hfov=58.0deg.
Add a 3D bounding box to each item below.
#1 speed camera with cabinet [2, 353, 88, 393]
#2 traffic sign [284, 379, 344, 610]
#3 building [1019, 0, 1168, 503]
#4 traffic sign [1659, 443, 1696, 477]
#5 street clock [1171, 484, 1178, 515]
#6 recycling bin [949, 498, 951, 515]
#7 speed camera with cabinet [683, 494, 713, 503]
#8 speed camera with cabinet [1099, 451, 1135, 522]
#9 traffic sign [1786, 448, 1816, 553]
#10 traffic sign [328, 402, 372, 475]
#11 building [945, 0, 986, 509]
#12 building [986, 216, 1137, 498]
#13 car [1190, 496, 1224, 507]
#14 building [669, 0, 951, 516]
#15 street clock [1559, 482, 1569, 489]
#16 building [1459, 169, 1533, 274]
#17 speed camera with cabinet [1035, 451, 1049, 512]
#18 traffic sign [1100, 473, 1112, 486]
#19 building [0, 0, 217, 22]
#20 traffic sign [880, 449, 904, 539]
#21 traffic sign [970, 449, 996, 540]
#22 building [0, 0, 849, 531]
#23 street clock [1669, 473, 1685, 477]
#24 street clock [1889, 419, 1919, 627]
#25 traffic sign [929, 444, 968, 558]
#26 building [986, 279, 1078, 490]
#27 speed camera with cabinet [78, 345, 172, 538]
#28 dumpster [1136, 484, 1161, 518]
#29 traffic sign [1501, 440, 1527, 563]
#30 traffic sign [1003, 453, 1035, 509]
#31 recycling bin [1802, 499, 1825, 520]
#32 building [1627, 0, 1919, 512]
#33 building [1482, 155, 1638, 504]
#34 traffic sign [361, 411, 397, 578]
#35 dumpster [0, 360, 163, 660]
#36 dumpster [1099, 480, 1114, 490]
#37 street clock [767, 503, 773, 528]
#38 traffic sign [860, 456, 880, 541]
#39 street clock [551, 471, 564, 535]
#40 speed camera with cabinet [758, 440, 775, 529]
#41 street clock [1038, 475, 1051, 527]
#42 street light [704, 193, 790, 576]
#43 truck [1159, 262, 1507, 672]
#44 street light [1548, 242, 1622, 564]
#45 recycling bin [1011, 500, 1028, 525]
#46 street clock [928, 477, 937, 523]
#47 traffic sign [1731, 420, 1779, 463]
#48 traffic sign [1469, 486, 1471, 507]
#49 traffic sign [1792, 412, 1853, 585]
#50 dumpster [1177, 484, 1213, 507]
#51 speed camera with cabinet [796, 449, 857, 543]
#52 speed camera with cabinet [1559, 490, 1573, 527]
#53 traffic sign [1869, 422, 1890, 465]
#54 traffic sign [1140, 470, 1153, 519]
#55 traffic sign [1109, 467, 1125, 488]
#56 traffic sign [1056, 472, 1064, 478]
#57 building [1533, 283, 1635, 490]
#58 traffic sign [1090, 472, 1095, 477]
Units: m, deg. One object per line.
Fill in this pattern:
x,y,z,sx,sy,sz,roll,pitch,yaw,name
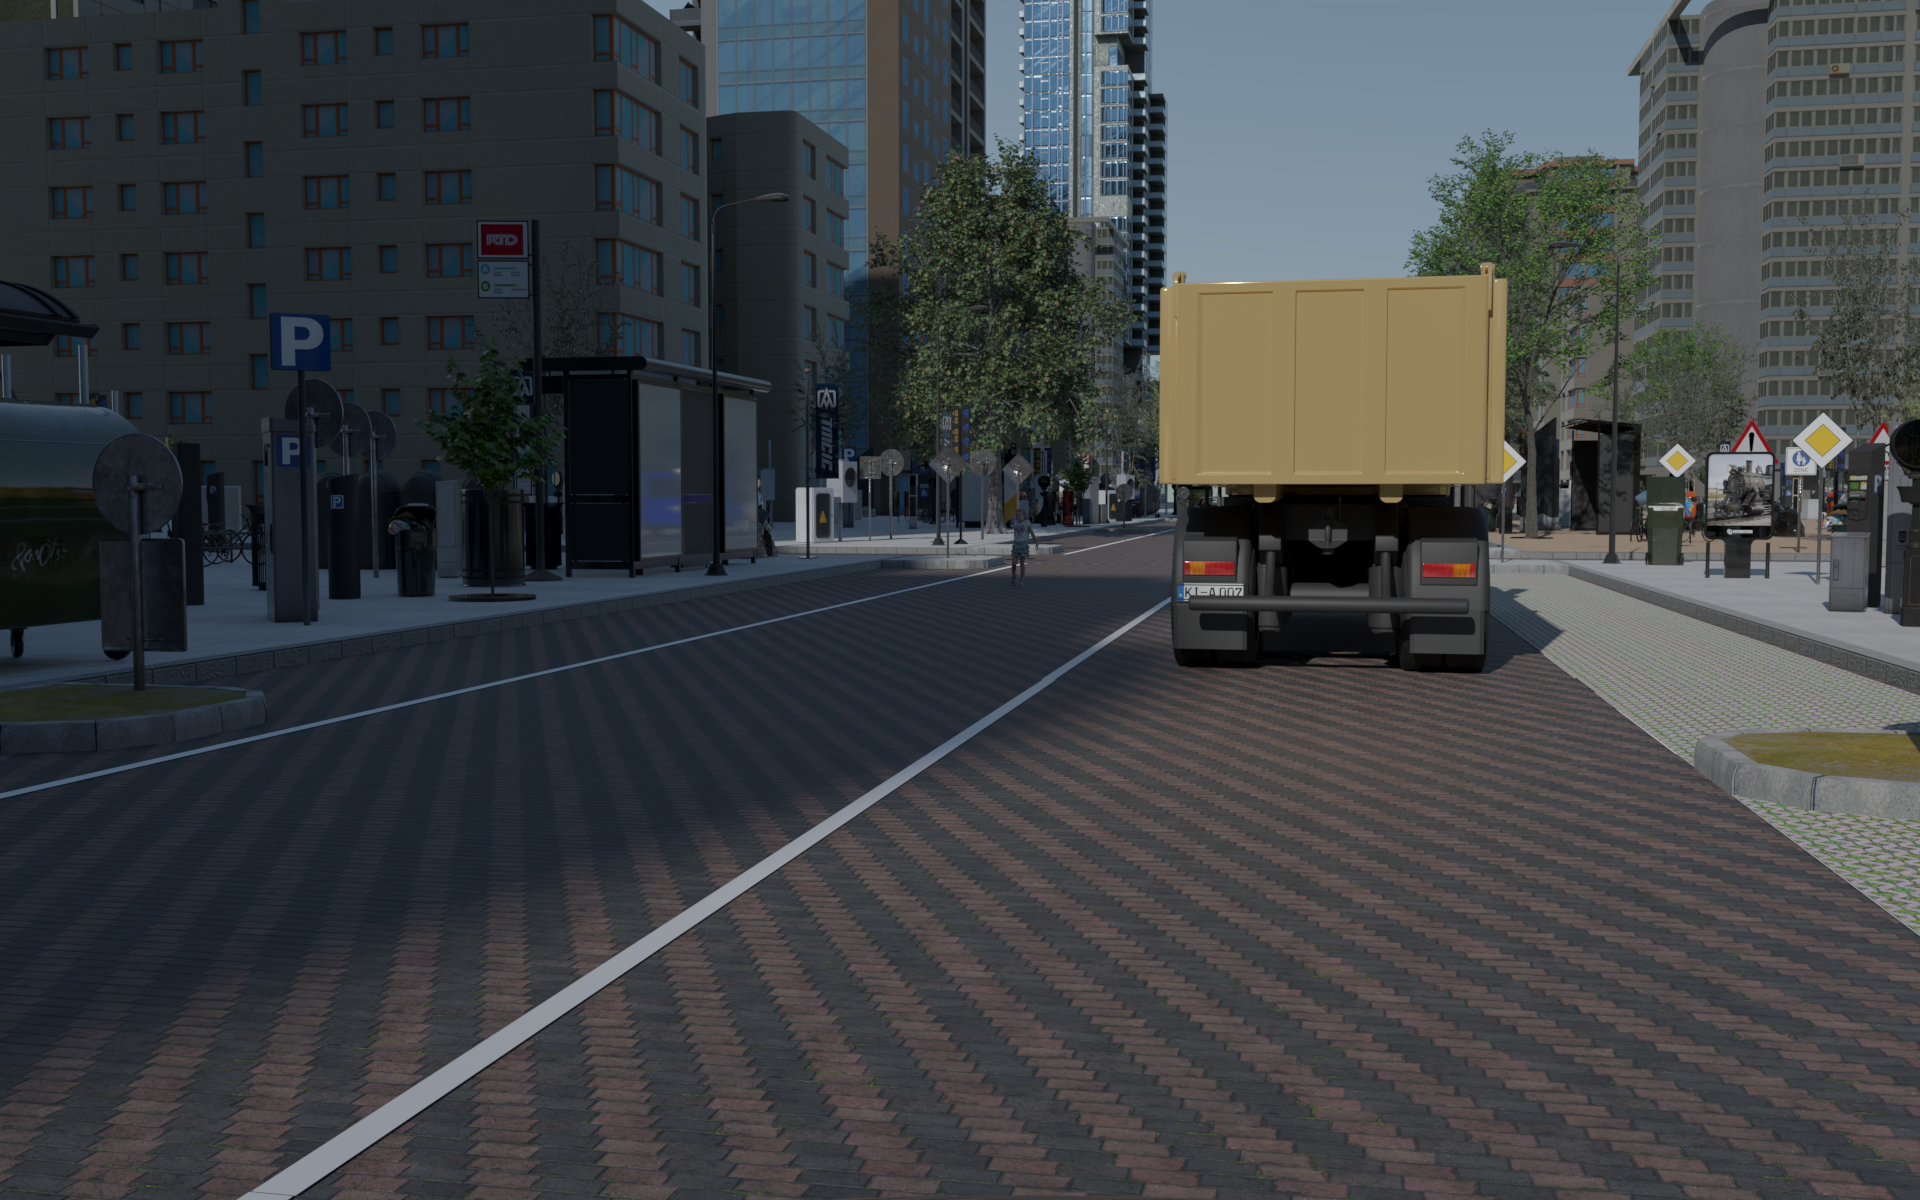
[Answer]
-12.981,-1.882,25.113,2.038,3.252,0.660,-2,4,-24,speed camera with cabinet
-7.153,-1.165,19.154,0.768,2.556,0.104,1,4,17,traffic sign
19.965,-57.543,253.503,22.319,86.520,31.000,1,4,12,building
16.353,-2.346,39.539,0.795,2.450,0.064,1,4,17,traffic sign
13.093,-6.156,105.220,0.471,2.002,0.358,-1,4,-19,street clock
-0.450,-5.843,108.085,0.722,1.027,0.722,0,4,4,recycling bin
-8.112,-3.630,53.691,2.038,3.252,0.660,0,3,0,speed camera with cabinet
7.183,-5.211,79.531,0.660,3.252,2.038,3,5,43,speed camera with cabinet
18.387,-2.189,37.917,0.606,2.300,0.079,1,4,20,traffic sign
-8.479,-1.459,23.964,0.768,2.556,0.104,1,4,16,traffic sign
-6.782,-42.319,130.165,20.563,71.187,20.611,1,4,12,building
8.657,-32.867,229.260,32.217,40.220,23.993,1,4,12,building
10.411,-3.565,70.861,1.945,1.354,3.894,1,4,10,car
-8.810,-28.031,108.422,14.600,45.320,14.200,1,4,12,building
36.255,-6.082,104.007,0.471,2.002,0.358,0,4,-5,street clock
84.522,-38.499,253.160,21.300,48.544,21.600,1,4,12,building
3.831,-5.211,79.531,0.660,3.252,2.038,1,4,10,speed camera with cabinet
8.811,-6.380,104.420,0.768,2.556,0.104,1,4,14,traffic sign
-47.428,-39.082,77.238,20.611,71.187,20.563,1,4,12,building
-1.954,-2.985,48.907,0.768,2.556,0.104,1,4,19,traffic sign
0.633,-2.970,48.660,0.768,2.556,0.104,1,4,14,traffic sign
-22.089,-14.110,75.744,27.650,21.520,28.899,1,4,12,building
22.645,-3.071,54.780,0.358,2.002,0.471,-1,4,-20,street clock
9.231,-0.744,16.728,0.471,2.002,0.358,1,4,20,street clock
-0.239,-1.896,34.648,0.795,2.450,0.064,1,4,12,traffic sign
-4.652,-19.050,156.499,27.650,21.520,28.899,1,4,12,building
-11.722,-1.799,23.743,0.660,3.252,2.038,0,4,7,speed camera with cabinet
10.140,-5.356,93.337,1.264,1.857,1.865,1,4,12,dumpster
10.167,-1.760,32.413,0.795,2.450,0.064,1,4,12,traffic sign
1.429,-2.374,42.457,0.795,2.450,0.064,1,4,12,traffic sign
41.989,-4.455,85.397,0.722,1.027,0.722,0,4,-2,recycling bin
63.617,-26.618,127.089,32.217,40.220,23.993,1,4,12,building
80.439,-35.088,228.316,22.147,44.769,28.867,1,4,12,building
-8.942,-1.611,26.450,0.768,2.556,0.104,1,4,18,traffic sign
-7.069,-0.620,12.628,1.502,2.255,1.985,1,4,12,dumpster
8.833,-6.422,107.492,1.502,2.255,1.985,1,4,12,dumpster
-7.173,-3.715,65.303,0.358,2.002,0.471,-2,4,-25,street clock
-2.440,-2.740,46.921,0.606,2.300,0.079,1,4,21,traffic sign
-12.713,-3.075,54.839,0.471,2.002,0.358,3,5,41,street clock
-7.381,-4.232,63.530,0.660,3.252,2.038,-2,4,-25,speed camera with cabinet
3.271,-3.840,67.358,0.471,2.002,0.358,-3,4,-36,street clock
-3.315,-3.332,27.015,1.470,5.913,1.316,1,4,12,street light
3.828,-1.332,17.710,3.469,3.379,9.791,1,4,13,truck
11.506,-3.632,31.922,1.470,5.913,1.316,1,4,12,street light
2.379,-3.655,72.313,0.722,1.027,0.722,-2,4,-29,recycling bin
-1.132,-4.305,74.955,0.471,2.002,0.358,1,4,9,street clock
13.852,-1.858,30.374,0.884,2.594,0.081,1,4,18,traffic sign
11.835,-2.237,40.223,0.795,2.450,0.064,1,4,12,traffic sign
12.159,-1.425,24.477,0.795,2.450,0.064,1,4,13,traffic sign
12.944,-5.530,95.365,1.985,2.255,1.502,1,4,10,dumpster
-3.526,-3.155,45.920,0.660,3.252,2.038,2,4,32,speed camera with cabinet
24.105,-4.475,67.502,2.038,3.252,0.660,-3,5,-41,speed camera with cabinet
16.686,-1.919,31.383,0.884,2.594,0.081,1,4,17,traffic sign
9.719,-5.546,90.775,0.768,2.556,0.104,1,4,21,traffic sign
7.361,-4.961,81.223,0.768,2.556,0.104,1,4,15,traffic sign
4.571,-4.637,76.994,0.795,2.450,0.064,1,4,14,traffic sign
67.152,-18.890,153.897,27.650,21.520,28.899,1,4,12,building
7.394,-6.079,99.503,0.768,2.556,0.104,1,4,17,traffic sign
